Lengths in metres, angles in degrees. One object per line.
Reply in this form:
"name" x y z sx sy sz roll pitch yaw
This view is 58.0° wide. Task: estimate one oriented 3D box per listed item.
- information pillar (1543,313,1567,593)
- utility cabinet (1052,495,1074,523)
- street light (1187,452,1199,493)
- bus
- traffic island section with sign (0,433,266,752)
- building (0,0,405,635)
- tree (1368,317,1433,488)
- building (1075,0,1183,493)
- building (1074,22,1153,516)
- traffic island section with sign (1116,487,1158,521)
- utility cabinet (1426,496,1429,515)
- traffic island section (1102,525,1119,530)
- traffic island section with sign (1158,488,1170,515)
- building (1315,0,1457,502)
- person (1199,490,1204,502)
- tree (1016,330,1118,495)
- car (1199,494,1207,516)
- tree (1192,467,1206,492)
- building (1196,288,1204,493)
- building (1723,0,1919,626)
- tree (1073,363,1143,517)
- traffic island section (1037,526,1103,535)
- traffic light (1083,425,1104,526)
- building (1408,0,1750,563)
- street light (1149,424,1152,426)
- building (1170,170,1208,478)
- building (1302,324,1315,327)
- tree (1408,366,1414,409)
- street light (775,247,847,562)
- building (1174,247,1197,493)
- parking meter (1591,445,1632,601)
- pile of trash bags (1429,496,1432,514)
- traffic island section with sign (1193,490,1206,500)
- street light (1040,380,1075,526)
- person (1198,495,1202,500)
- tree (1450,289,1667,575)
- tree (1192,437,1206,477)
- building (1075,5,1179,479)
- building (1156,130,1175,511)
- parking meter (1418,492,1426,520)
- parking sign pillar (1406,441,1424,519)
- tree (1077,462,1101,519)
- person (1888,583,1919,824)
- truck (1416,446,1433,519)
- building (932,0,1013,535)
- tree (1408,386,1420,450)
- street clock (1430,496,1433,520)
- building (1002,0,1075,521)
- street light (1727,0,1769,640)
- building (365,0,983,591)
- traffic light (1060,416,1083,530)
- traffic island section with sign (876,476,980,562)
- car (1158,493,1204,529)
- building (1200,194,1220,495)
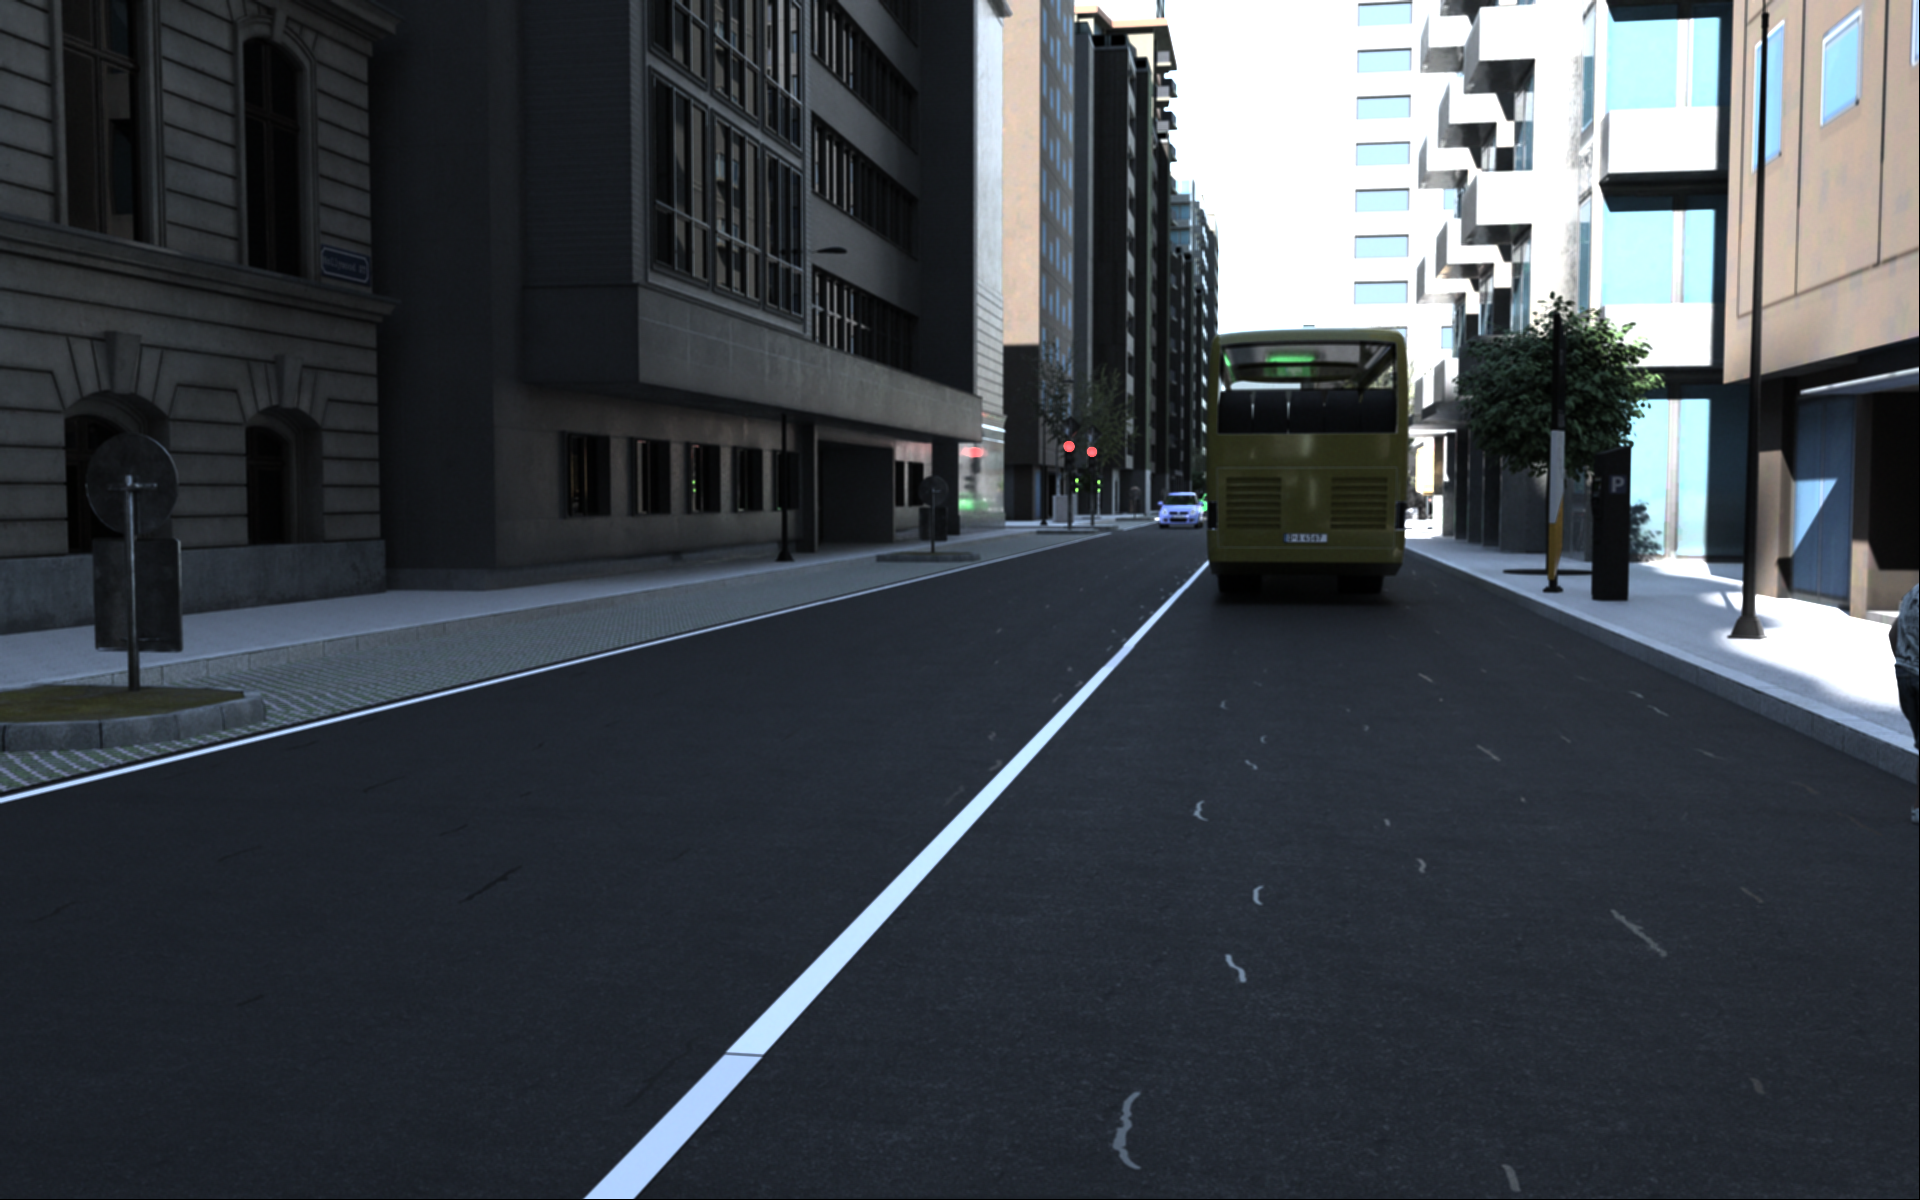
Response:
"information pillar" 7.821 -1.916 22.678 0.183 3.616 0.504 2 4 30
"utility cabinet" 4.593 -4.026 76.990 1.020 1.237 0.306 -3 4 -36
"street light" 25.445 -13.279 189.649 1.470 5.913 1.316 1 4 10
"bus" 5.452 -2.228 27.981 2.896 3.916 12.252 1 4 10
"traffic island section with sign" -5.412 -0.116 10.533 1.989 1.847 2.006 1 4 10
"building" -15.543 -11.437 6.072 14.460 24.649 34.723 1 4 10
"tree" 17.953 -7.447 72.124 4.360 8.622 3.978 0 3 0
"building" 13.331 -45.583 183.529 20.563 71.187 20.611 1 4 10
"building" 4.752 -20.730 110.634 14.160 30.474 14.107 1 4 10
"traffic island section with sign" 9.410 -5.144 92.726 1.989 1.847 2.006 1 4 10
"utility cabinet" 24.157 -5.023 90.812 0.318 1.500 1.173 3 5 43
"traffic island section" 5.346 -2.931 70.206 2.009 0.180 2.903 1 4 10
"traffic island section with sign" 14.195 -6.766 119.255 1.989 1.847 2.006 1 4 10
"building" 51.756 -40.227 199.705 21.231 58.520 28.212 1 4 10
"person" 24.356 -10.252 175.745 1.348 1.869 0.705 1 4 13
"tree" 4.700 -7.811 78.066 4.360 8.622 3.978 0 3 0
"car" 16.235 -6.233 110.712 1.959 1.807 4.718 1 4 10
"tree" 28.438 -13.852 210.197 4.285 4.588 4.351 0 3 0
"building" 25.599 -28.340 235.057 14.160 30.474 14.107 1 4 10
"building" 15.408 -22.195 12.999 14.600 45.320 14.200 1 4 10
"tree" 8.050 -9.069 98.636 4.737 8.622 4.395 0 3 0
"traffic island section" 3.929 -2.451 62.347 2.009 0.180 2.903 1 4 10
"traffic light" 5.384 -4.963 70.064 0.839 4.253 0.868 1 4 10
"building" 23.469 -25.846 42.195 23.786 49.044 30.456 1 4 10
"street light" 12.001 -8.713 114.993 1.470 5.913 1.316 1 4 10
"building" 25.135 -38.995 257.171 23.786 49.044 30.456 1 4 10
"building" 64.281 -31.754 290.874 14.160 30.474 14.107 1 4 10
"tree" 18.547 -7.815 78.130 4.737 8.622 4.395 0 3 0
"street light" -2.810 -3.684 32.767 1.470 5.913 1.316 1 4 10
"building" 19.660 -26.272 201.246 14.160 30.474 14.107 1 4 10
"parking meter" 7.839 -0.927 20.875 0.399 1.863 0.255 0 4 -8
"pile of trash bags" 28.082 -5.877 105.835 3.447 1.369 1.912 2 4 32
"traffic island section with sign" 23.017 -9.757 168.147 1.989 1.847 2.006 1 4 10
"street light" 3.962 -5.996 70.570 1.470 5.913 1.316 1 4 10
"person" 23.727 -10.049 173.360 0.990 1.755 0.434 0 4 0
"tree" 9.654 -2.709 28.009 4.285 4.588 4.351 0 3 0
"tree" 29.992 -16.357 217.797 4.360 8.622 3.978 0 3 0
"building" 8.546 -30.908 159.973 22.147 44.769 28.867 1 4 10
"building" 8.701 -22.090 132.880 14.160 30.474 14.107 1 4 10
"parking meter" 22.681 -4.852 85.034 0.399 1.863 0.255 0 4 6
"parking sign pillar" 22.955 -6.103 88.253 1.447 3.967 1.447 1 4 22
"tree" 6.947 -5.870 90.568 1.663 3.219 1.824 0 3 0
"person" 4.254 0.343 7.572 0.352 1.250 0.332 2 4 26
"truck" 21.663 -4.093 62.840 9.791 3.379 3.469 1 4 12
"building" -7.956 -12.867 59.533 18.267 20.994 9.793 1 4 10
"tree" 24.565 -10.419 104.759 7.601 10.594 8.767 2 4 35
"street clock" 23.451 -4.978 85.953 0.358 2.002 0.471 3 5 42
"building" -1.805 -26.837 88.891 14.600 45.320 14.200 1 4 10
"street light" 6.488 -2.618 15.349 1.470 5.913 1.316 1 4 10
"building" -8.876 -13.374 37.724 14.314 24.678 30.058 1 4 10
"traffic light" 3.967 -4.482 62.205 0.839 4.253 0.868 1 4 10
"traffic island section with sign" -0.618 -1.742 37.105 1.989 1.847 2.006 1 4 10
"car" 9.378 -3.896 73.295 1.945 1.707 3.694 1 4 11
"building" 31.126 -40.311 282.789 21.300 48.544 21.600 1 4 10
